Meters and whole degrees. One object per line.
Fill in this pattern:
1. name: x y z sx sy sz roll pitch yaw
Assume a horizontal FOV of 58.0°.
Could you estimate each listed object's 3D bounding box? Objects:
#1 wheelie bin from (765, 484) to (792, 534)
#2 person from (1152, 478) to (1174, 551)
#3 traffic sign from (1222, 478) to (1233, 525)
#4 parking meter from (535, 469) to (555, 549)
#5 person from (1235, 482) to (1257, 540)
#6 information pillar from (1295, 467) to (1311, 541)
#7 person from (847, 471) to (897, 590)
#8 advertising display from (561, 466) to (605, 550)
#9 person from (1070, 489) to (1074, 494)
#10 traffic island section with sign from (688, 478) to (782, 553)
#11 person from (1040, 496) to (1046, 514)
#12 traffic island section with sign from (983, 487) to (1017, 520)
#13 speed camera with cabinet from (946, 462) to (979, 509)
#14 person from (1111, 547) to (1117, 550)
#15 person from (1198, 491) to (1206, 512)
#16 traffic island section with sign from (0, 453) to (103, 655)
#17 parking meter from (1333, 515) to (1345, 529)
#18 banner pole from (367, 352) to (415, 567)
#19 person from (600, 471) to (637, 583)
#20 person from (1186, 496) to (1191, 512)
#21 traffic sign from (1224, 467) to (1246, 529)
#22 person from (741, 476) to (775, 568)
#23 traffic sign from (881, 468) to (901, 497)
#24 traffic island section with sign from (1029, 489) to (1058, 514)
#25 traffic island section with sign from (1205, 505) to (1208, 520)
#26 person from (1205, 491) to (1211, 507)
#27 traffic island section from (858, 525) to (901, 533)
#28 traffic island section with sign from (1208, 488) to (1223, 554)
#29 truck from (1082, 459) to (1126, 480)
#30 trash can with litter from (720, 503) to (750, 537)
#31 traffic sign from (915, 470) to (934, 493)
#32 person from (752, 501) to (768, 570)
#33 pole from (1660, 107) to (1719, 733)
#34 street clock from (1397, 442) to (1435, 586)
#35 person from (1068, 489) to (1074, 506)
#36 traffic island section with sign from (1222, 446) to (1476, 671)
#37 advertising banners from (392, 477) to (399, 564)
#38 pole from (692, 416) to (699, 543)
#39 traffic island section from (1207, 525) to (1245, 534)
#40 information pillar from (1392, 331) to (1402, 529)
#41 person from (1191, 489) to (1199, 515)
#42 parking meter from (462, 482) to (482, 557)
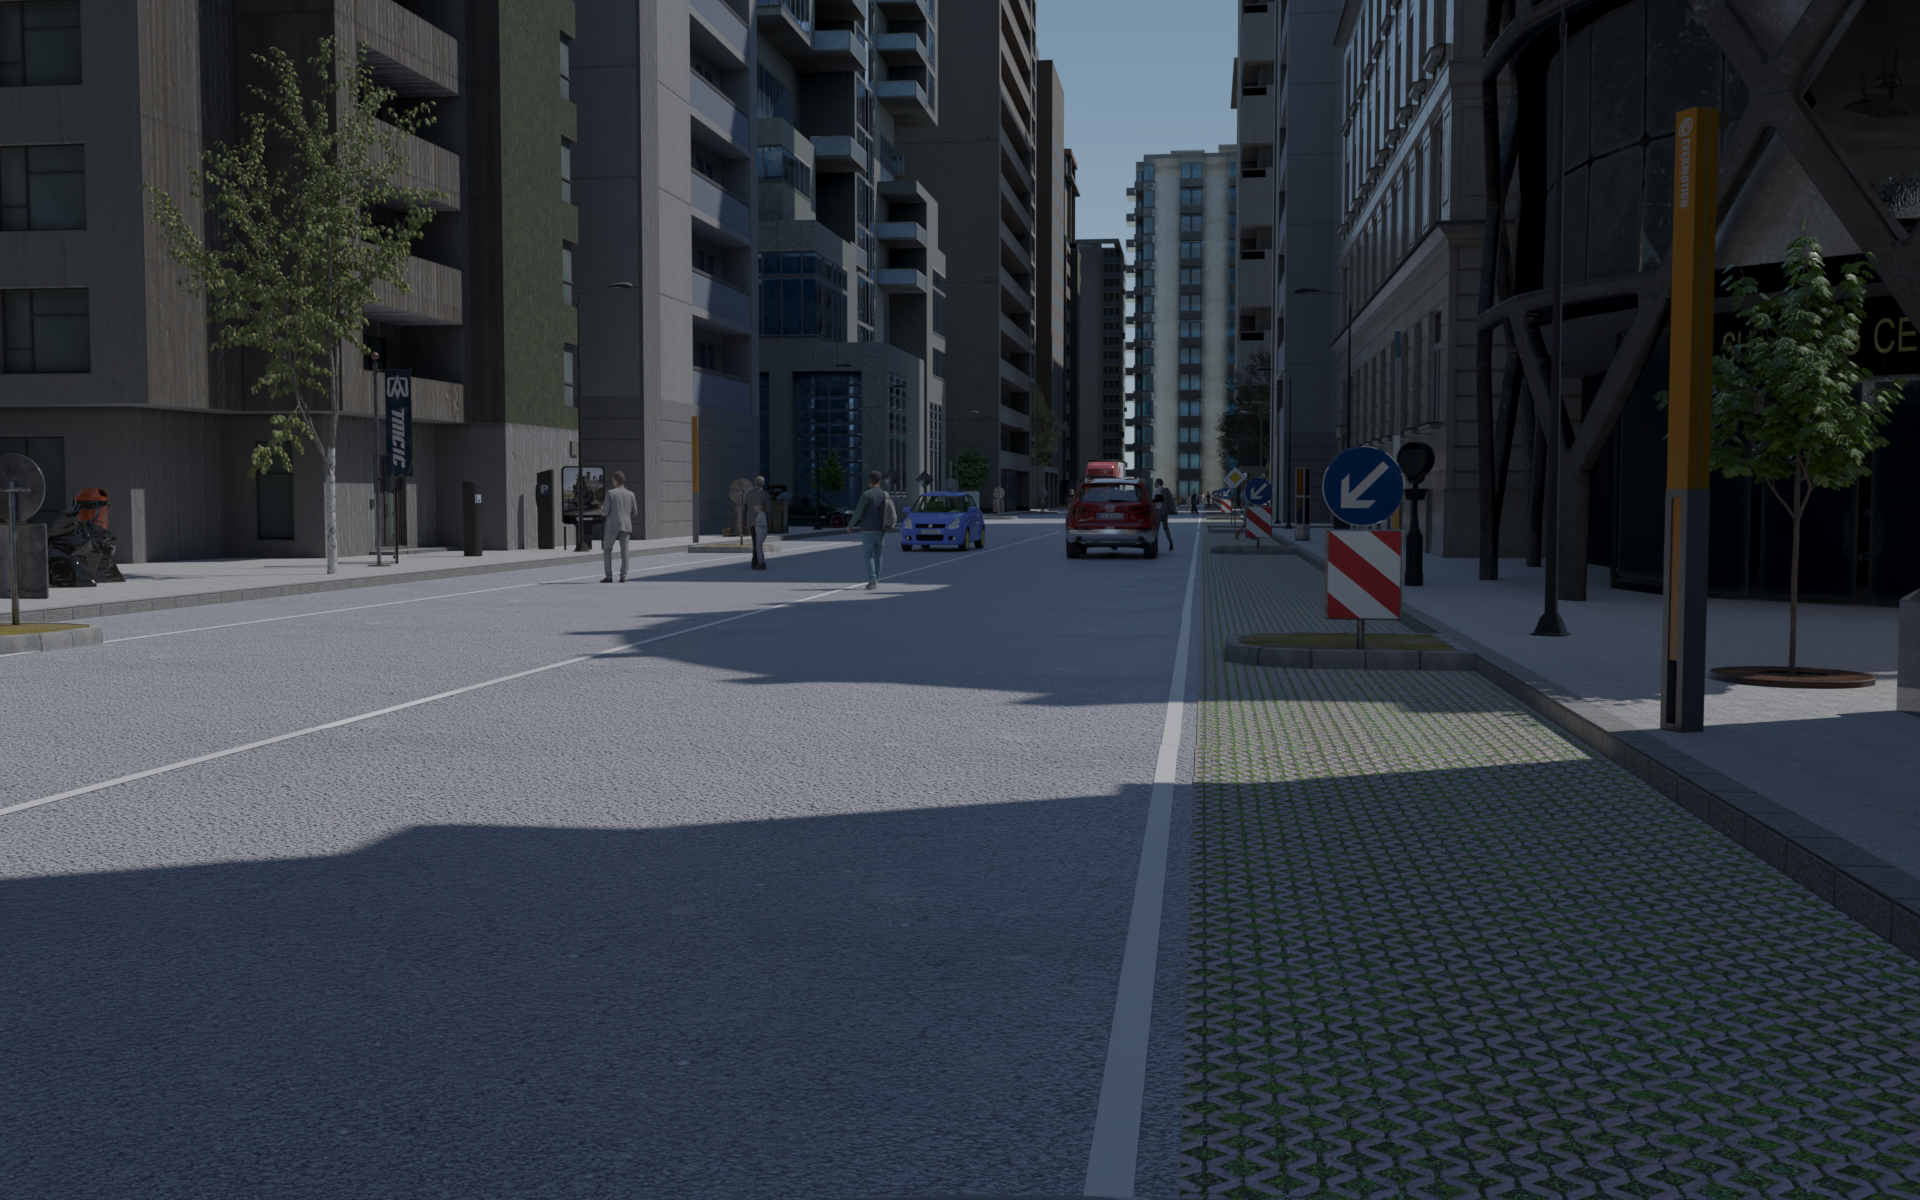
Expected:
1. wheelie bin: -5.897 -2.939 55.958 0.980 1.594 0.693 1 4 11
2. person: 5.148 -2.165 43.996 0.679 1.850 0.850 -2 4 -29
3. traffic sign: 11.255 -4.168 71.782 0.795 2.450 0.064 0 4 8
4. parking meter: -9.624 -2.108 40.178 0.399 1.863 0.255 0 4 -2
5. person: 8.982 -2.777 53.994 0.778 1.811 0.616 -2 4 -26
6. information pillar: 9.405 -2.631 47.516 0.304 2.012 0.304 -3 5 -43
7. person: -1.299 -1.061 26.190 0.623 1.781 0.721 -3 5 -44
8. advertising display: -8.645 -2.112 39.753 0.974 1.923 0.123 -1 4 -20
9. person: 9.933 -8.782 151.949 0.709 1.838 0.599 -3 4 -37
10. traffic island section with sign: -5.507 -2.098 42.930 1.989 1.847 2.006 0 4 8
11. person: 5.838 -6.687 122.110 0.475 1.303 0.640 1 4 19
12. traffic island section with sign: 2.215 -5.465 97.973 1.989 1.847 2.006 0 4 8
13. speed camera with cabinet: 0.136 -6.811 105.692 2.038 3.252 0.660 1 4 18
14. person: 3.973 -2.206 44.693 0.709 1.813 0.853 -1 4 -23
15. person: 19.794 -8.091 141.625 0.563 1.720 0.643 -1 4 -21
16. traffic island section with sign: -9.259 -0.465 16.226 1.989 1.847 2.006 0 4 8
17. parking meter: 10.565 -2.600 48.229 0.255 1.863 0.399 2 4 24
18. banner pole: -10.088 -2.486 30.660 0.863 3.779 0.401 0 4 -1
19. person: -5.582 -1.186 28.097 0.606 1.804 0.583 -3 5 -44
20. person: 18.452 -7.773 139.852 0.475 1.303 0.640 3 5 42
21. traffic sign: 10.145 -3.684 63.875 0.795 2.450 0.064 0 4 8
22. person: -3.934 -1.535 33.992 0.661 1.777 0.834 1 4 15
23. traffic sign: -2.621 -3.794 65.681 0.795 2.450 0.064 0 4 8
24. traffic island section with sign: 6.038 -7.129 125.187 1.989 1.847 2.006 0 4 8
25. traffic island section with sign: 14.780 -5.389 96.739 1.989 1.847 2.006 0 4 8
26. person: 27.418 -11.209 192.289 0.750 1.759 0.617 -1 4 -16
27. traffic island section: -2.646 -2.658 65.746 2.009 0.180 2.903 0 4 8
28. traffic island section with sign: 7.053 -2.022 41.686 1.989 1.847 2.006 0 4 8
29. truck: 11.924 -9.365 142.028 2.839 4.237 11.283 1 4 10
30. trash can with litter: -6.746 -2.486 52.026 1.055 1.170 0.624 2 4 30
31. traffic sign: -1.511 -4.278 73.589 0.795 2.450 0.064 0 4 8
32. person: -3.782 -1.218 32.694 0.394 1.301 0.425 -3 4 -36
33. pole: 3.915 -0.945 9.296 0.158 3.312 0.155 0 3 0
34. street clock: 6.339 -1.196 24.129 0.358 2.002 0.471 -3 5 -43
35. person: 8.807 -7.790 136.050 0.728 1.800 0.709 1 4 16
36. traffic island section with sign: 3.309 -0.389 14.991 1.989 1.847 2.006 0 4 8
37. advertising banners: -10.444 -2.193 32.037 0.090 3.025 2.074 -1 4 -19
38. pole: -6.936 -3.152 45.384 0.158 3.312 0.155 0 3 0
39. traffic island section: 10.170 -2.548 63.949 2.009 0.180 2.903 0 4 8
40. information pillar: 6.234 -2.042 24.742 0.183 3.616 0.504 1 4 12
41. person: 15.927 -6.654 117.706 0.534 1.772 0.576 -3 5 -44
42. parking meter: -10.034 -1.666 35.649 0.372 1.533 0.369 0 3 0
